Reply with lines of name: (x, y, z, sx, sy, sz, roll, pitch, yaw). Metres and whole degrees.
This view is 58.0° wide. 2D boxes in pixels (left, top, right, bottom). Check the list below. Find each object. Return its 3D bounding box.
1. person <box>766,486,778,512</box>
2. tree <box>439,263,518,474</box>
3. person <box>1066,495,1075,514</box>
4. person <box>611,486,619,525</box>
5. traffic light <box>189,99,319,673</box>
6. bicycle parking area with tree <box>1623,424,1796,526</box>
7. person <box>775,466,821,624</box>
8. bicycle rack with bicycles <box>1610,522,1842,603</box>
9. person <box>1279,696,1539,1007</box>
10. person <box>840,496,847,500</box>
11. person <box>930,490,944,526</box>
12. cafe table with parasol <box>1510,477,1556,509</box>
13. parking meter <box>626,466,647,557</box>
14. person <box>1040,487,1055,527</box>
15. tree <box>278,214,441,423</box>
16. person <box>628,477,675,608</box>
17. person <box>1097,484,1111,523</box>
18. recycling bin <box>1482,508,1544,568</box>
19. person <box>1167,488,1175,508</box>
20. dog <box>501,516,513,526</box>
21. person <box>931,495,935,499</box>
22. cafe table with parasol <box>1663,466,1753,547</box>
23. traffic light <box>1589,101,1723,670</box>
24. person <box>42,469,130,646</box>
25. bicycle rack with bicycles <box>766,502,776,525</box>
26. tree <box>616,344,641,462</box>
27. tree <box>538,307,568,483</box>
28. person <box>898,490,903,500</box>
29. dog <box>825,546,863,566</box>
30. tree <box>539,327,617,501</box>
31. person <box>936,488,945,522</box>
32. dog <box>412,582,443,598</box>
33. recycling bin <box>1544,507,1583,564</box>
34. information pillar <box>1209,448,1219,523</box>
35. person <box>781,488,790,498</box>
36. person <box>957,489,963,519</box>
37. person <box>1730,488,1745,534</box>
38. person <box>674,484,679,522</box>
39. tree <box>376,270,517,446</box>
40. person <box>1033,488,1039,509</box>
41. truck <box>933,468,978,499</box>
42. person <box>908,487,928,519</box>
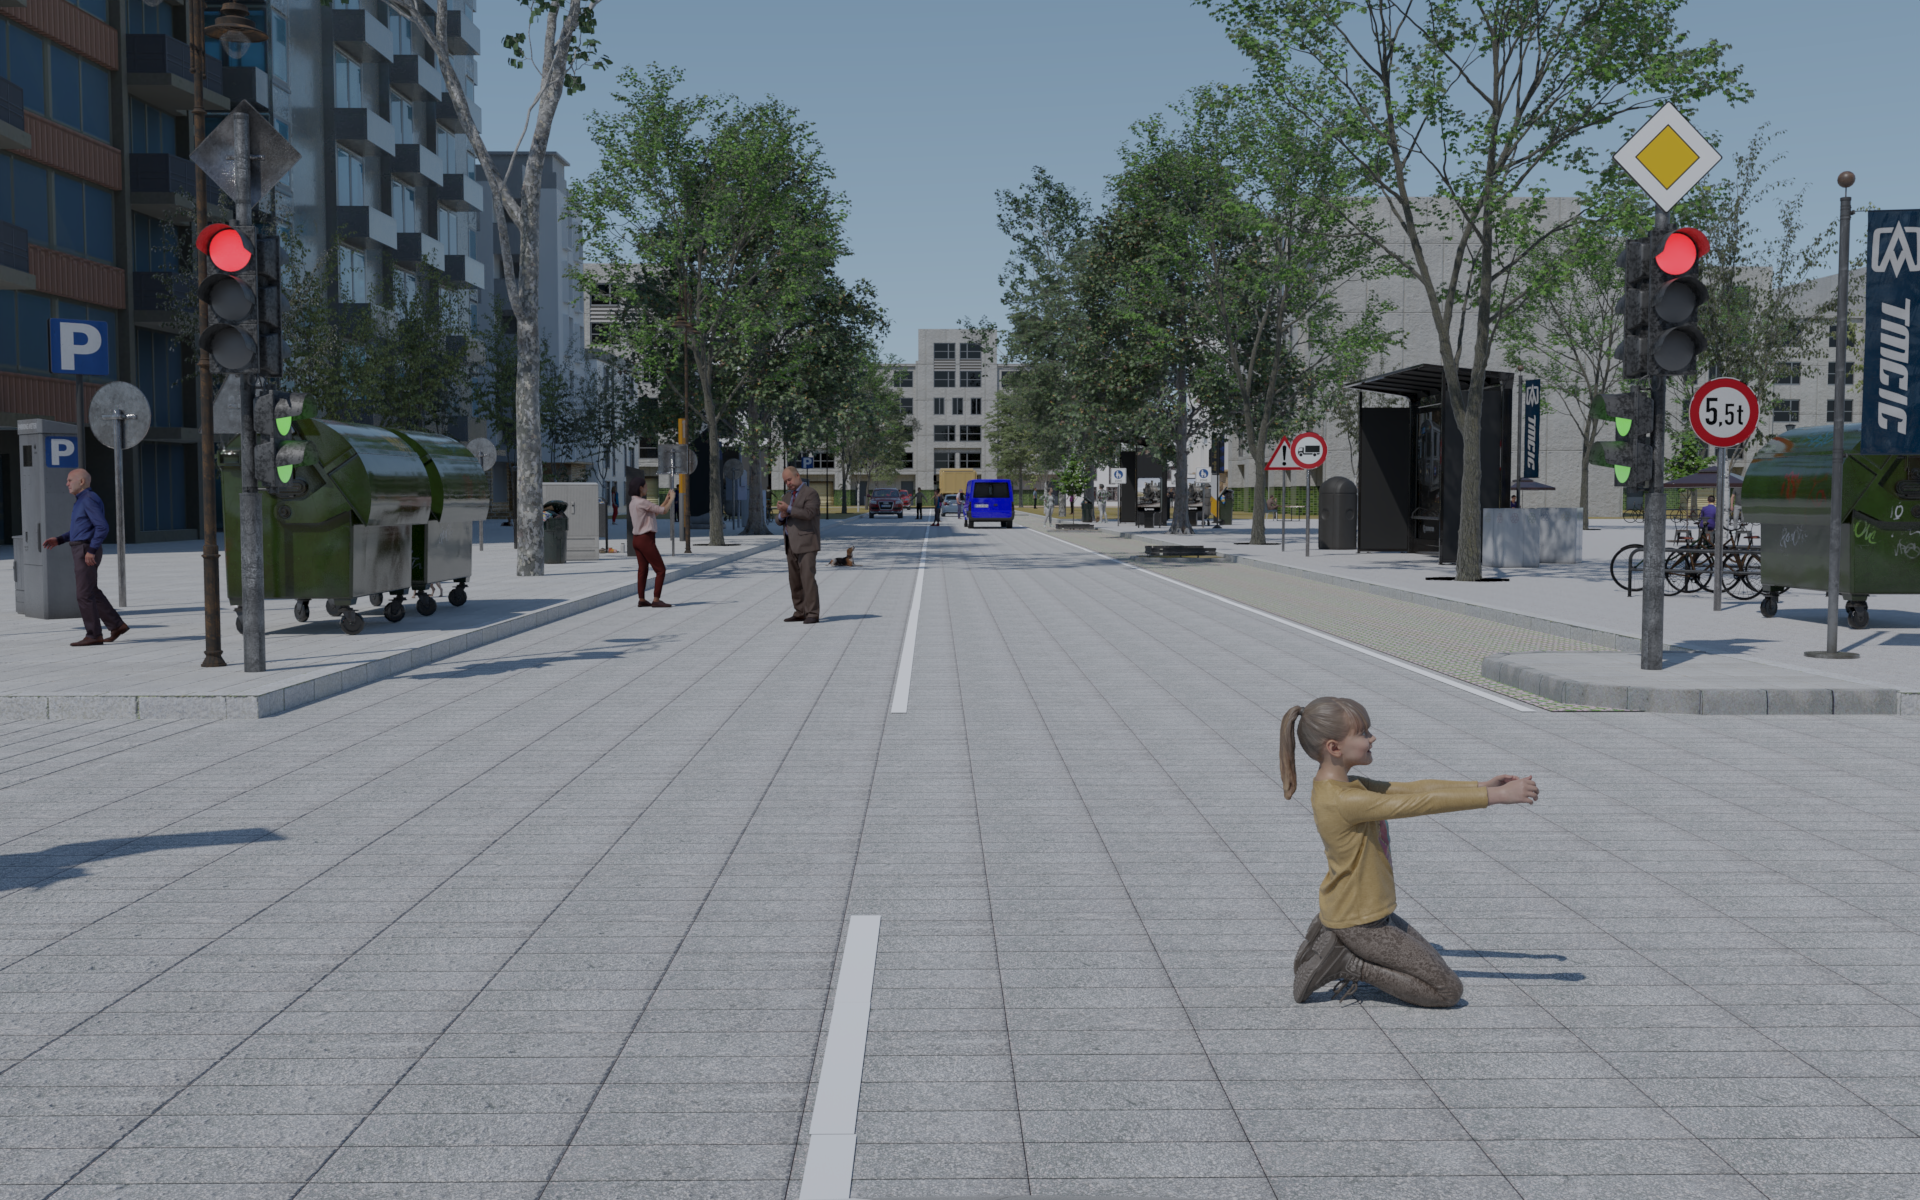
person: (-13.804, -7.311, 125.204, 1.348, 1.869, 0.705, 1, 4, 16)
tree: (-16.219, -6.160, 51.076, 4.737, 8.622, 4.395, 0, 3, 0)
person: (6.996, -6.266, 109.182, 0.721, 1.739, 1.217, -1, 4, -20)
person: (-14.490, -3.982, 72.847, 0.444, 1.614, 0.593, 1, 4, 17)
traffic light: (-5.076, -1.436, 12.392, 0.839, 4.253, 0.868, 0, 4, -1)
bicycle parking area with tree: (33.670, -5.314, 73.883, 9.016, 4.147, 8.231, 0, 4, 7)
person: (-1.818, -0.618, 19.287, 0.565, 1.739, 0.600, 1, 4, 16)
bicycle rack with bicycles: (9.570, -0.514, 21.786, 2.852, 0.926, 2.925, -3, 5, -44)
person: (1.251, 0.705, 4.890, 0.695, 0.859, 0.347, 1, 4, 12)
person: (-9.849, -8.409, 146.757, 0.599, 1.433, 0.991, 2, 4, 35)
person: (-1.040, -4.098, 77.364, 0.662, 1.594, 0.647, 0, 4, 7)
cafe table with parasol: (22.399, -3.921, 68.981, 2.610, 1.966, 2.610, -3, 5, -39)
parking meter: (-6.634, -1.824, 35.531, 0.399, 1.863, 0.255, 0, 4, -5)
person: (3.835, -4.005, 74.704, 0.841, 1.734, 0.376, -2, 4, -31)
tree: (-17.132, -5.883, 46.544, 4.737, 8.622, 4.395, 0, 3, 0)
person: (-3.896, -0.733, 21.950, 0.566, 1.644, 0.517, 0, 4, 7)
person: (6.278, -4.252, 76.291, 0.841, 1.734, 0.376, -2, 4, -34)
recycling bin: (9.682, -1.093, 30.429, 0.722, 1.027, 0.722, -1, 4, -17)
person: (19.661, -9.484, 161.124, 1.348, 1.822, 0.705, -2, 4, -27)
dog: (-17.959, -3.124, 68.820, 0.550, 0.427, 0.748, -2, 4, -27)
person: (-2.067, -8.754, 152.345, 1.217, 1.735, 0.721, 2, 4, 34)
cafe table with parasol: (18.211, -2.262, 41.855, 2.610, 1.966, 2.610, 0, 4, 2)
traffic light: (5.044, -1.446, 12.564, 0.839, 4.253, 0.868, 0, 4, -1)
person: (-7.462, -0.365, 14.702, 0.600, 1.496, 0.574, -1, 4, -9)
bicycle rack with bicycles: (-8.403, -4.028, 79.243, 2.852, 0.926, 2.925, 0, 4, -2)
tree: (-17.484, -8.222, 84.791, 4.360, 8.622, 3.978, 0, 3, 0)
tree: (-16.266, -6.894, 63.079, 4.737, 8.622, 4.395, 0, 3, 0)
person: (-4.118, -6.693, 118.606, 0.721, 1.739, 1.217, 1, 4, 16)
dog: (-2.310, -0.867, 34.373, 0.550, 0.427, 0.748, -2, 4, -35)
tree: (-17.839, -7.764, 77.296, 4.360, 8.622, 3.978, 0, 3, 0)
person: (-1.026, -4.898, 89.272, 0.721, 1.739, 1.217, -1, 4, -20)
dog: (-6.606, -0.284, 21.467, 0.406, 0.507, 0.540, -1, 4, -19)
recycling bin: (11.161, -1.205, 32.252, 0.722, 1.027, 0.722, 2, 4, 30)
information pillar: (11.116, -5.162, 75.749, 0.504, 3.616, 0.183, -1, 4, -13)
person: (-13.736, -8.132, 139.087, 1.350, 1.814, 0.705, -1, 4, -9)
person: (0.025, -5.478, 99.011, 0.436, 1.711, 0.756, 1, 4, 23)
person: (25.283, -3.054, 56.103, 0.598, 1.807, 0.434, 2, 4, 33)
person: (-12.898, -4.443, 79.388, 0.504, 1.737, 0.576, 1, 4, 20)
tree: (-17.306, -6.474, 56.207, 4.360, 8.622, 3.978, 0, 3, 0)
person: (6.583, -8.850, 150.722, 0.705, 1.826, 1.348, 1, 4, 18)
truck: (-0.205, -8.152, 129.208, 3.469, 3.379, 9.791, 0, 4, -2)
person: (-2.325, -5.469, 97.921, 1.348, 1.823, 0.705, 3, 4, 36)
